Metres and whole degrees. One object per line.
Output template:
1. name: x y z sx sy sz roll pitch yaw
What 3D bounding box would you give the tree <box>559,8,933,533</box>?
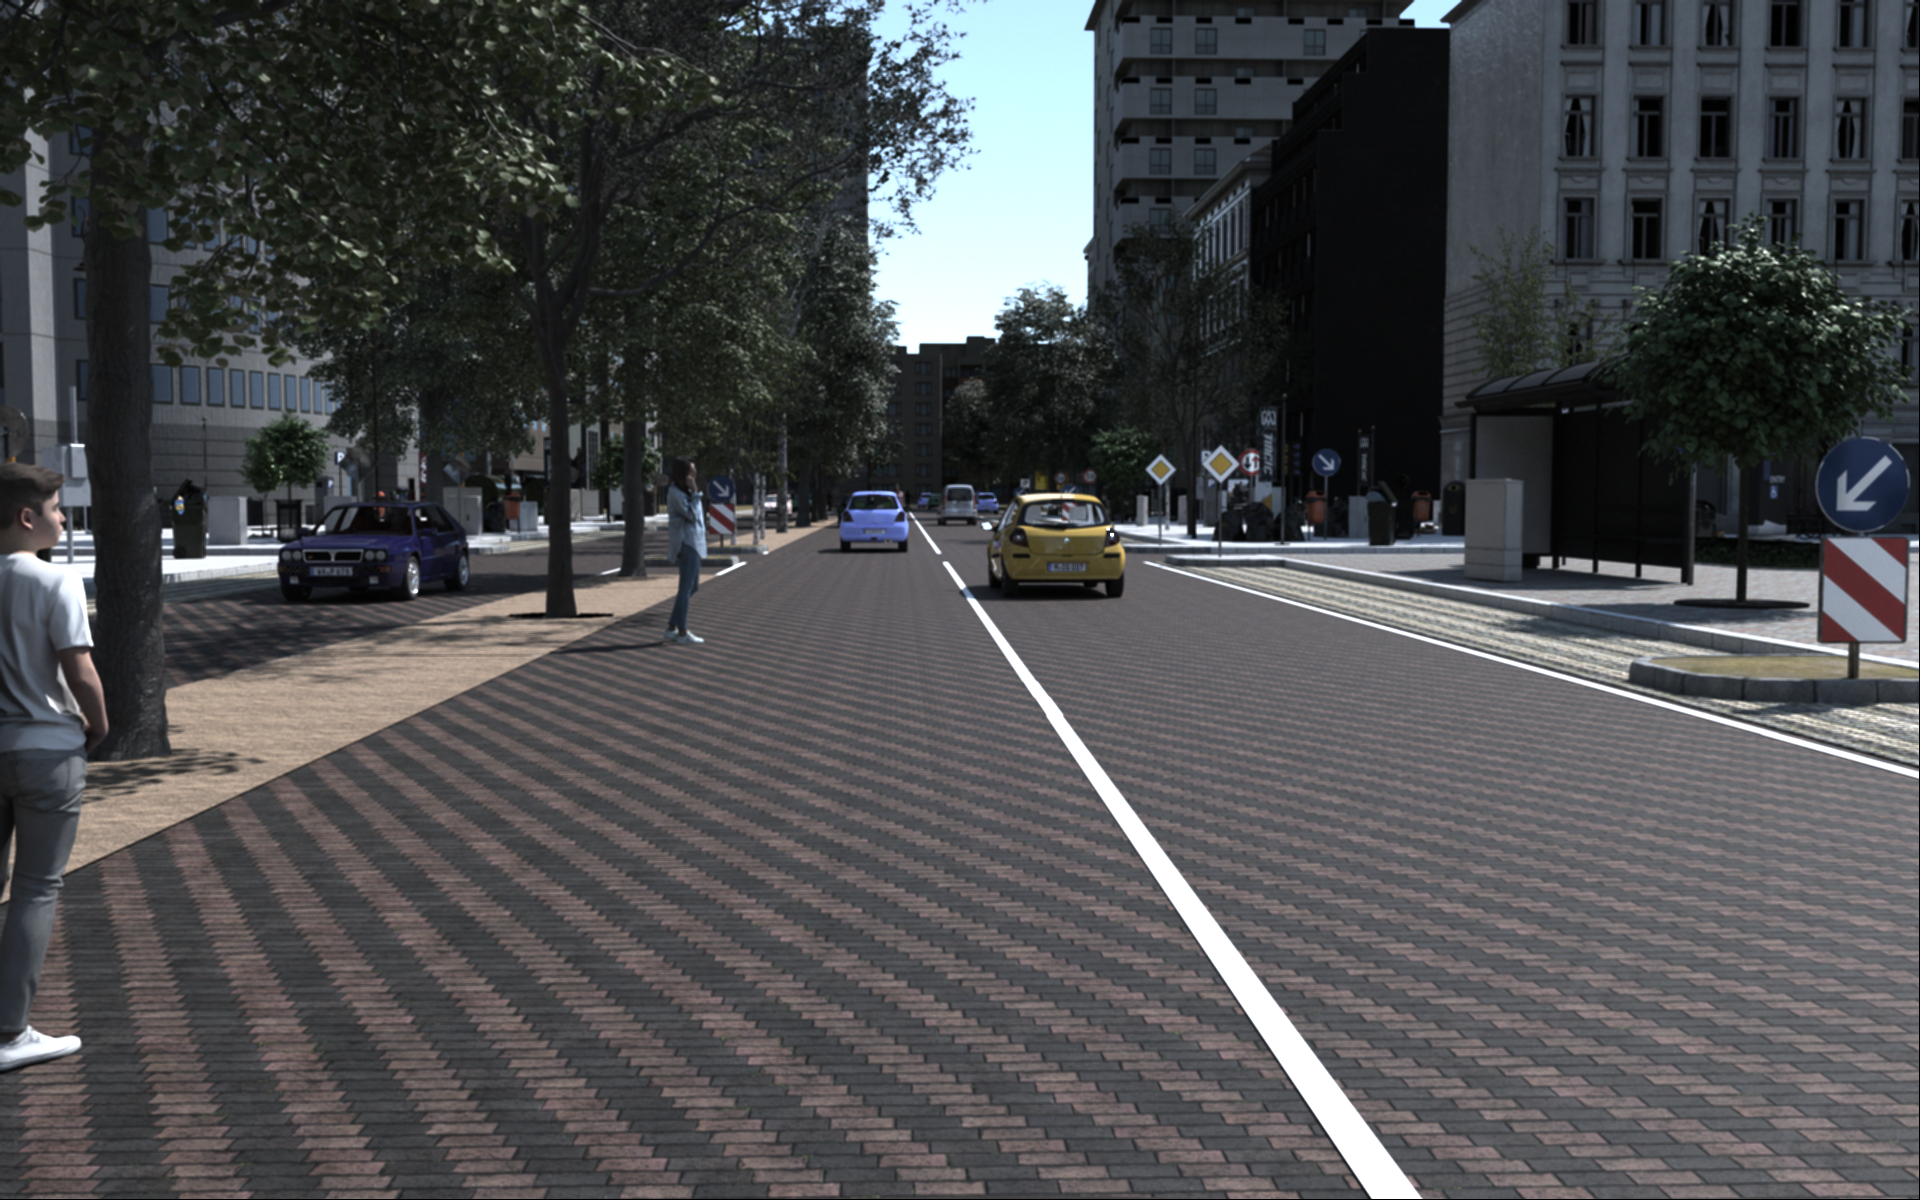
1. tree: -7.777 -12.566 63.799 12.611 20.169 13.585 0 3 0

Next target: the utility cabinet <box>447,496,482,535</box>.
1. utility cabinet: -15.397 -2.608 53.795 1.020 1.237 0.306 1 4 10

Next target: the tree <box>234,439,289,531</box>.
1. tree: -24.501 -4.078 61.274 1.663 3.219 1.824 0 3 0

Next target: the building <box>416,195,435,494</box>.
1. building: -32.721 -27.755 103.904 14.600 45.320 14.200 0 4 -2

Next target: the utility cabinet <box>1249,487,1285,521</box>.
1. utility cabinet: 9.505 -2.752 53.679 1.173 1.500 0.318 -2 4 -27

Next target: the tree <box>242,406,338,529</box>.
1. tree: -25.020 -4.961 64.832 4.285 4.588 4.351 0 3 0

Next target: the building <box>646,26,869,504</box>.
1. building: -25.696 -41.575 221.750 28.212 58.520 21.231 0 4 -2

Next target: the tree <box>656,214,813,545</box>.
1. tree: -5.791 -5.586 44.153 4.737 8.622 4.395 0 3 0

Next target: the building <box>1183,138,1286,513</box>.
1. building: 20.967 -17.109 108.609 11.050 23.489 19.941 0 4 -2

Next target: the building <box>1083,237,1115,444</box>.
1. building: 29.401 -32.862 229.179 23.993 40.220 32.217 0 4 -2

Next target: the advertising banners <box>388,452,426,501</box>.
1. advertising banners: -22.528 -4.569 70.883 0.090 3.025 2.074 2 4 32

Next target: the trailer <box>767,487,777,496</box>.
1. trailer: -16.158 -8.712 149.485 1.471 1.999 3.904 0 4 -4

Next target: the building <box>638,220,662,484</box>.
1. building: -37.753 -24.672 175.082 14.107 30.474 14.160 0 4 -2

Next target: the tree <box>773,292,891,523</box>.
1. tree: -7.204 -9.684 86.547 9.928 11.665 9.643 0 3 0

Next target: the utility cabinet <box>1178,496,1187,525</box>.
1. utility cabinet: 9.292 -3.671 71.184 0.306 1.237 1.020 -1 4 -17

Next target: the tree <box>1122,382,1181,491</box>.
1. tree: 12.163 -9.869 111.722 4.737 8.622 4.395 0 3 0

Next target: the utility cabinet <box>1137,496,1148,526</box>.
1. utility cabinet: 7.297 -3.551 69.220 0.306 1.237 1.020 1 4 16

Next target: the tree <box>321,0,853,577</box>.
1. tree: -5.760 -6.689 29.944 7.486 12.596 7.792 0 3 0

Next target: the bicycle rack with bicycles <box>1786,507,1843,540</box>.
1. bicycle rack with bicycles: 23.907 -2.215 49.602 2.852 0.926 2.925 -3 5 -44

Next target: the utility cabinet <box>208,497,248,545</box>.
1. utility cabinet: -18.387 -1.978 43.501 1.020 1.237 0.306 1 4 22

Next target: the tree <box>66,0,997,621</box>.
1. tree: -4.579 -6.524 19.488 12.009 13.543 11.850 0 3 0

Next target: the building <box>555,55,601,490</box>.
1. building: -39.336 -50.005 130.253 22.319 86.520 31.000 0 4 -2

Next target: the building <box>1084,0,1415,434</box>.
1. building: 27.814 -35.484 169.402 28.713 52.752 27.495 0 4 -2

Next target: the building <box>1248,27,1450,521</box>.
1. building: 22.910 -15.972 90.816 12.332 23.373 15.834 0 4 -2

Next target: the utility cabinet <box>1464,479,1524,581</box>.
1. utility cabinet: 7.885 -1.034 25.579 0.318 1.500 1.173 -1 4 -11

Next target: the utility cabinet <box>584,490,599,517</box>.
1. utility cabinet: -20.845 -5.403 97.021 1.173 1.500 0.318 -2 4 -24

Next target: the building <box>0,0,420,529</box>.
1. building: -38.090 -32.547 74.135 21.231 58.520 28.212 0 4 -2

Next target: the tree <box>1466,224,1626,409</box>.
1. tree: 15.612 -5.921 47.173 4.737 8.622 4.395 0 3 0

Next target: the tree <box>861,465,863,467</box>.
1. tree: -8.380 -11.278 104.972 7.486 12.596 7.792 0 3 0

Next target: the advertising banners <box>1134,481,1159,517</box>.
1. advertising banners: 10.337 -6.105 95.997 2.074 3.025 0.090 -1 4 -20

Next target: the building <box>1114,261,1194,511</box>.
1. building: 28.234 -18.175 142.208 27.650 21.520 28.899 0 4 -2

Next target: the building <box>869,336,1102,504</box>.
1. building: 2.729 -23.360 226.972 28.899 21.520 27.650 0 4 -2

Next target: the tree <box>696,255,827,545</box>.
1. tree: -5.774 -5.870 48.797 4.360 8.622 3.978 0 3 0

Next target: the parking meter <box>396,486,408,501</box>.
1. parking meter: -18.260 -2.952 56.684 0.372 1.533 0.369 0 3 0

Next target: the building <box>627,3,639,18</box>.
1. building: -50.082 -47.826 220.211 20.611 71.187 20.563 0 4 -2

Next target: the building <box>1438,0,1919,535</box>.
1. building: 26.752 -12.835 59.008 18.267 20.994 9.793 0 4 -2

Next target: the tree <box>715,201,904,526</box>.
1. tree: -6.932 -10.210 76.042 9.857 13.997 8.962 0 3 0

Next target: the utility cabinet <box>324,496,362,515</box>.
1. utility cabinet: -20.037 -2.750 56.125 1.020 1.237 0.306 -2 4 -31

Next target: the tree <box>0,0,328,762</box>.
1. tree: -4.655 -5.437 9.475 7.486 12.596 7.792 0 3 0

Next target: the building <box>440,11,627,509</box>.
1. building: -37.253 -30.839 154.321 14.600 45.320 14.200 0 4 -2

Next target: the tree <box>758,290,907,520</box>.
1. tree: -7.776 -10.819 96.351 9.611 12.733 9.660 0 3 0

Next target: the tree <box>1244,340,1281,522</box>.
1. tree: 12.784 -7.842 78.583 4.360 8.622 3.978 0 3 0

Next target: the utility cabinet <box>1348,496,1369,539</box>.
1. utility cabinet: 11.553 -2.384 50.139 0.306 1.237 1.020 2 4 31

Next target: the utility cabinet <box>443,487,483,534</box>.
1. utility cabinet: -15.846 -2.847 55.220 1.173 1.500 0.318 -1 4 -9

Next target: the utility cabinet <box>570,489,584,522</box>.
1. utility cabinet: -17.801 -4.324 79.383 0.318 1.500 1.173 1 4 19
